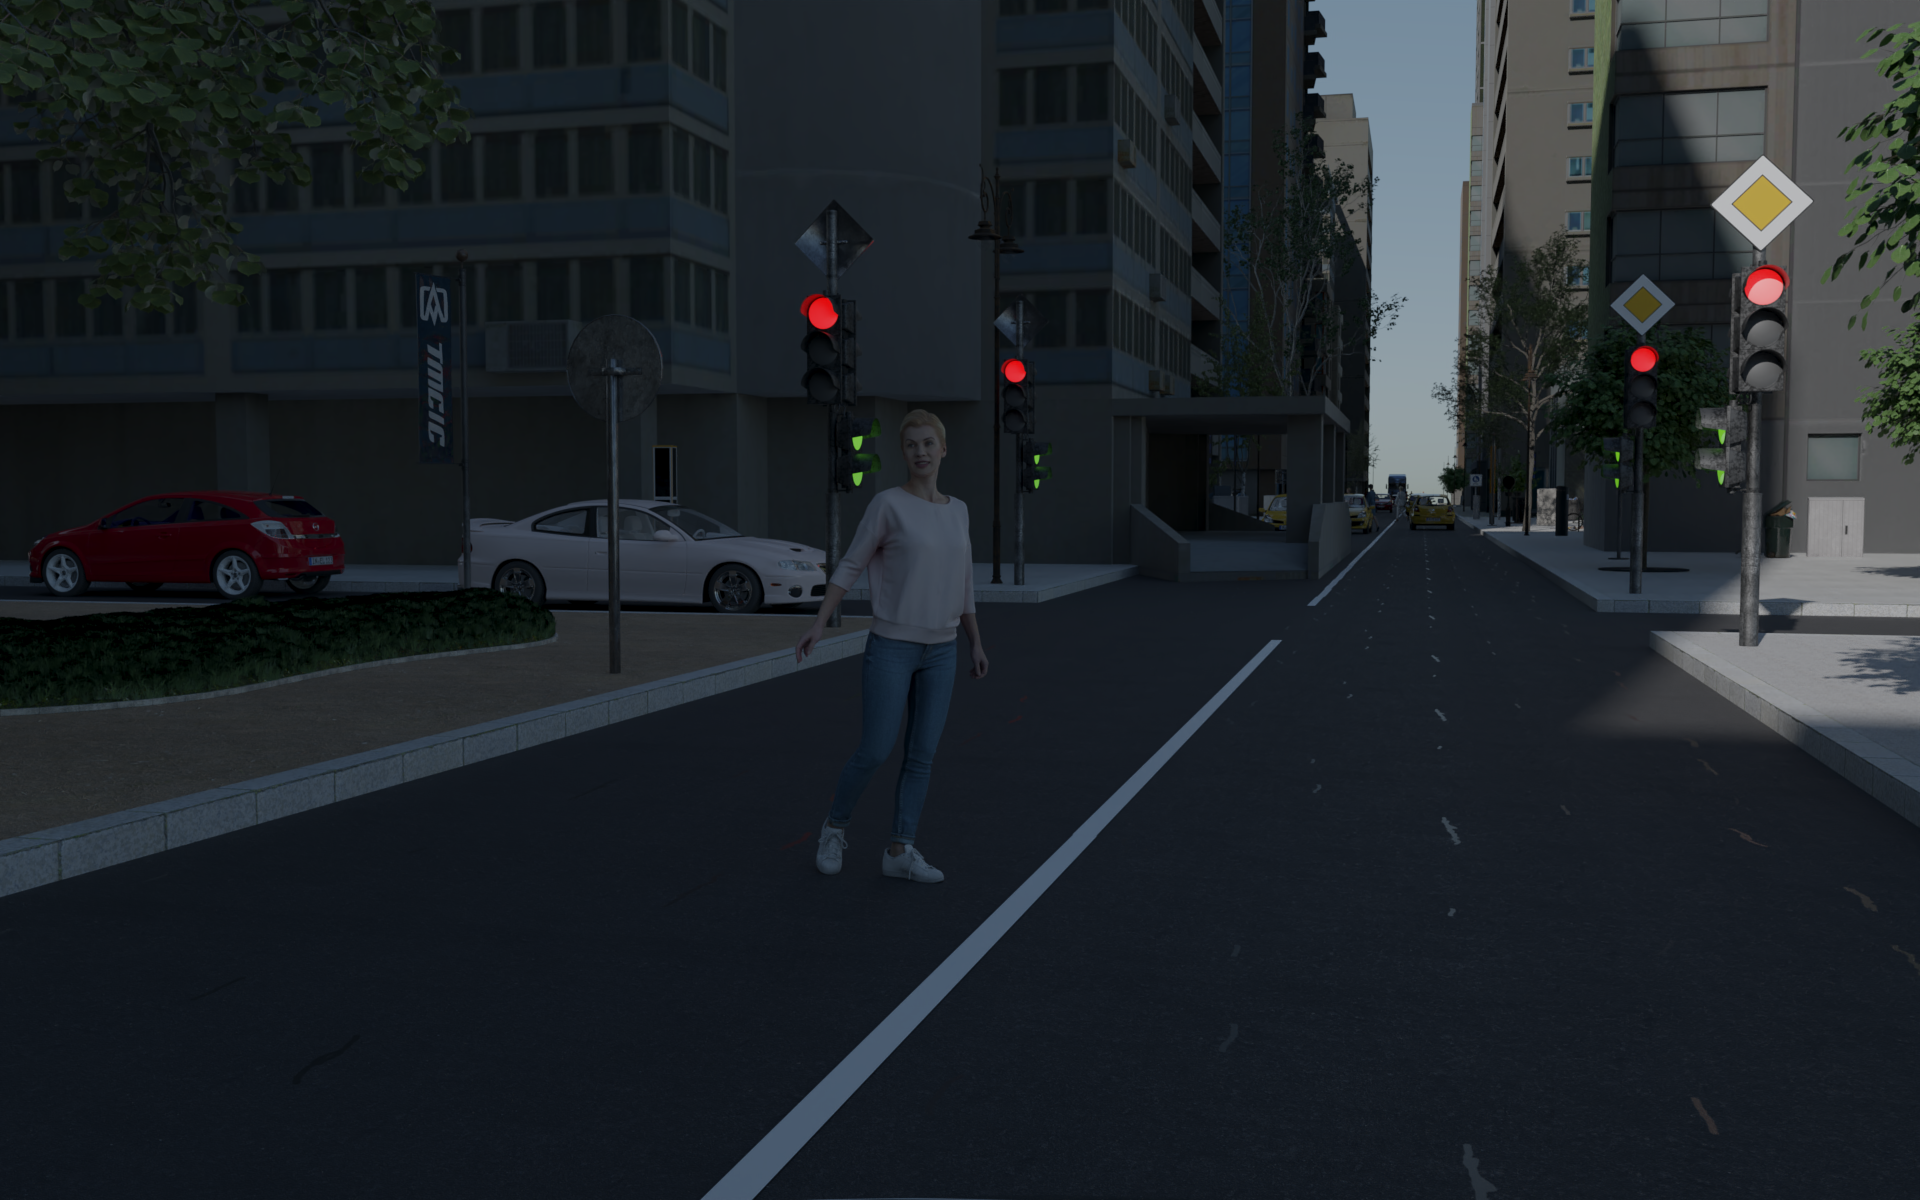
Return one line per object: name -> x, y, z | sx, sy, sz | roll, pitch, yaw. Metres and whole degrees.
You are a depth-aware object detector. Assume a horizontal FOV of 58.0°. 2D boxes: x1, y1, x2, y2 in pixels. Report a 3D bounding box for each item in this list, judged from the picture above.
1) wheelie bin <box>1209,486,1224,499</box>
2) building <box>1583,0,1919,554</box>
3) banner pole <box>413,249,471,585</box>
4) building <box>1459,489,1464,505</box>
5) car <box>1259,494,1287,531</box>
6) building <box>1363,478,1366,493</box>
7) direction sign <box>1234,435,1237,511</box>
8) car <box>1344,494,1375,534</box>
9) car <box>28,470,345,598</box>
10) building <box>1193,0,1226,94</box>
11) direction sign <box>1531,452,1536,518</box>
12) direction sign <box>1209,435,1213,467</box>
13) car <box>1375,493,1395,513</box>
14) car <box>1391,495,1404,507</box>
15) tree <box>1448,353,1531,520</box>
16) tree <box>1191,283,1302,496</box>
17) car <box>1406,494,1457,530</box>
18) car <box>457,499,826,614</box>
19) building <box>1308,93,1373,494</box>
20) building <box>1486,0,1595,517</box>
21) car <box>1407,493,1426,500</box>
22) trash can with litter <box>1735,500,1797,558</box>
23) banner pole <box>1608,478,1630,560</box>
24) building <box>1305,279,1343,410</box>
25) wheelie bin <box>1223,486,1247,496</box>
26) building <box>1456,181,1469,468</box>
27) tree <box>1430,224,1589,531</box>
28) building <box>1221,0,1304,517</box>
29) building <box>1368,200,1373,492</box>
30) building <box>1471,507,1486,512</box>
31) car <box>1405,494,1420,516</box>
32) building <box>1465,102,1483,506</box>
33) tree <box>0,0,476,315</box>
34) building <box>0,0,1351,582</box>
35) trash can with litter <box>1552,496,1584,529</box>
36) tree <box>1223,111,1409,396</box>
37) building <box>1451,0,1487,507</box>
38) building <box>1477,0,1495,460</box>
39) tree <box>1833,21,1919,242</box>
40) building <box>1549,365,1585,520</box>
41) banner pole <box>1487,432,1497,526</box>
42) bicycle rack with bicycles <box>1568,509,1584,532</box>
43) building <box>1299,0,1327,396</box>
wheelie bin -> 14.349, -5.401, 96.220 | 0.980, 1.594, 0.693 | -2, 4, -34
building -> 22.919, -21.934, 42.215 | 14.154, 41.232, 14.086 | 1, 4, 15
banner pole -> -5.202, -1.687, 17.604 | 0.401, 3.779, 0.863 | 2, 4, 29
building -> 74.501, -30.986, 198.496 | 32.217, 40.220, 23.993 | 1, 4, 15
car -> 10.102, -2.574, 52.305 | 2.015, 1.641, 3.980 | 1, 4, 16
building -> 29.155, -30.756, 194.735 | 32.217, 40.220, 23.993 | 1, 4, 15
direction sign -> 8.453, -3.745, 53.226 | 0.379, 3.537, 0.876 | 0, 4, 6
car -> 14.209, -3.260, 63.530 | 2.015, 1.641, 3.980 | 1, 4, 16
car -> -11.012, -0.950, 24.575 | 4.494, 1.783, 2.155 | 1, 4, 14
building -> -1.203, -27.258, 69.366 | 21.300, 48.544, 21.600 | 1, 4, 15
direction sign -> 30.830, -6.207, 93.485 | 0.379, 3.537, 0.876 | -1, 4, -10
direction sign -> 6.979, -3.533, 49.767 | 0.379, 3.537, 0.876 | -2, 4, -27
car -> 32.578, -7.645, 134.029 | 2.155, 1.783, 4.494 | 1, 4, 14
car -> 49.978, -11.336, 197.921 | 1.945, 1.354, 3.894 | 1, 4, 15
tree -> 26.644, -8.297, 86.024 | 4.360, 8.622, 3.978 | 0, 3, 0
tree -> 10.051, -6.793, 61.427 | 4.737, 8.622, 4.395 | 0, 3, 0
car -> 19.060, -3.654, 69.971 | 2.015, 1.641, 3.980 | 1, 4, 13
car -> -3.814, -0.551, 21.378 | 4.827, 1.381, 2.083 | 1, 4, 15
building -> 39.859, -36.189, 215.389 | 21.300, 48.544, 21.600 | 1, 4, 15
building -> 43.875, -29.445, 105.131 | 21.300, 48.544, 21.600 | 1, 4, 15
car -> 36.314, -7.779, 136.776 | 1.945, 1.707, 3.694 | 1, 4, 13
trash can with litter -> 16.159, -1.428, 34.737 | 1.055, 1.170, 0.624 | 1, 4, 15
banner pole -> 12.940, -2.698, 34.134 | 0.401, 3.779, 0.863 | 0, 4, 1
building -> 19.788, -19.066, 156.767 | 27.650, 21.520, 28.899 | 1, 4, 15
wheelie bin -> 13.567, -4.680, 84.418 | 0.693, 1.594, 0.980 | -3, 5, -43
building -> 76.109, -36.031, 239.217 | 14.600, 45.320, 14.200 | 1, 4, 15
tree -> 19.906, -7.650, 59.484 | 7.601, 10.594, 8.767 | 0, 4, 6
building -> 13.365, -27.857, 105.574 | 14.600, 45.320, 14.200 | 1, 4, 15
building -> 47.614, -33.541, 231.983 | 14.154, 41.232, 14.086 | 1, 4, 15
building -> 48.496, -42.022, 125.319 | 20.563, 71.187, 20.611 | 1, 4, 15
car -> 30.288, -6.355, 114.130 | 2.015, 1.641, 3.980 | 1, 4, 16
building -> 60.686, -30.512, 182.466 | 14.154, 41.232, 14.086 | 1, 4, 15
tree -> -5.097, -5.415, 6.662 | 7.486, 12.596, 7.792 | 0, 3, 0
building -> -7.758, -21.212, 38.704 | 32.217, 40.220, 23.993 | 1, 4, 15
trash can with litter -> 22.836, -3.201, 63.388 | 2.233, 1.210, 1.678 | 1, 4, 18
tree -> 16.322, -14.243, 88.762 | 12.611, 20.169, 13.585 | 0, 3, 0
building -> 74.023, -47.875, 221.005 | 20.563, 71.187, 20.611 | 1, 4, 15
building -> 55.964, -37.145, 149.324 | 21.231, 58.520, 28.212 | 1, 4, 15
tree -> 5.737, -1.469, 7.724 | 4.285, 4.588, 4.351 | 0, 3, 0
building -> 38.938, -46.574, 74.164 | 22.319, 86.520, 31.000 | 1, 4, 15
banner pole -> 21.646, -4.909, 70.287 | 0.401, 3.779, 0.863 | 1, 4, 23
bicycle rack with bicycles -> 22.199, -2.813, 59.370 | 2.925, 0.926, 2.852 | 2, 4, 34
building -> 15.173, -28.919, 127.452 | 22.147, 44.769, 28.867 | 1, 4, 15
